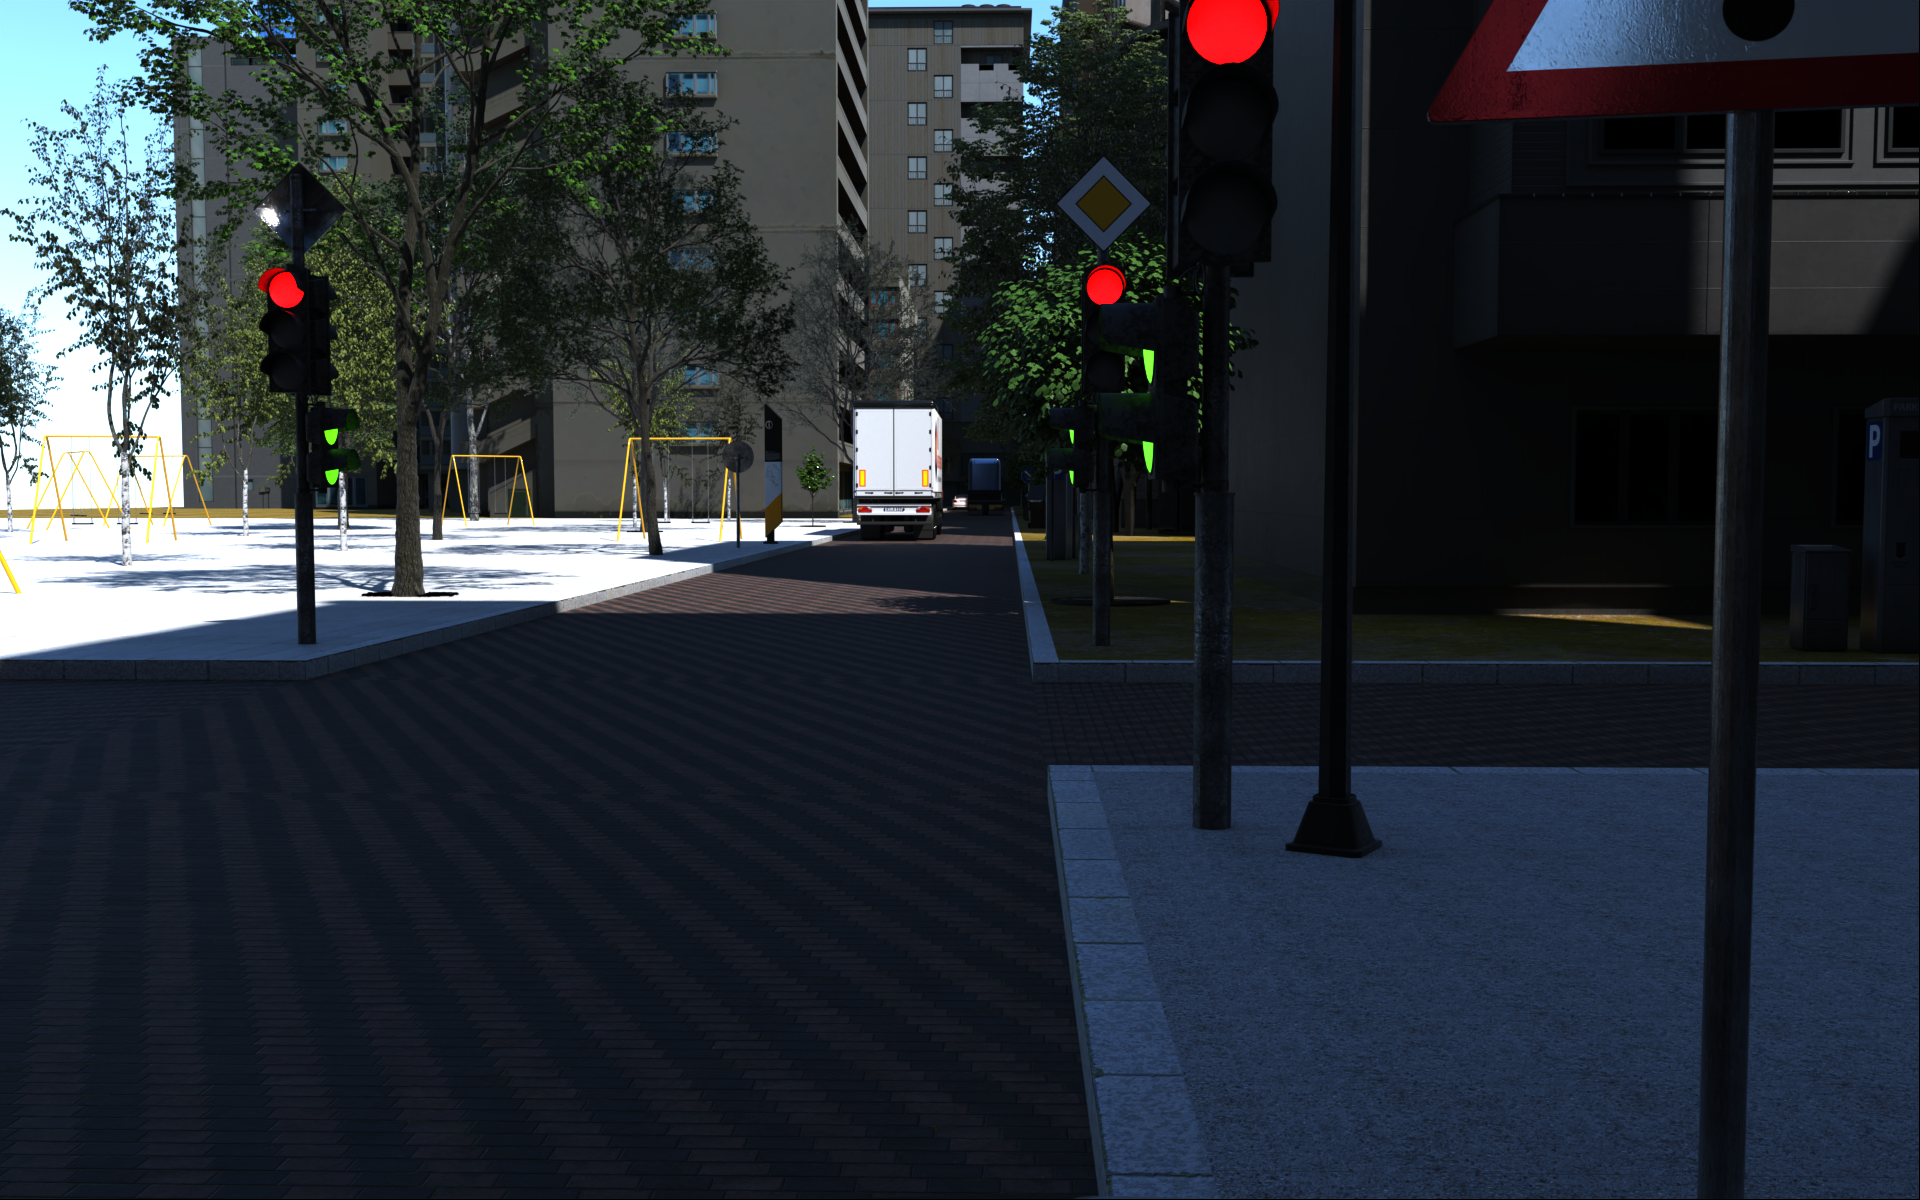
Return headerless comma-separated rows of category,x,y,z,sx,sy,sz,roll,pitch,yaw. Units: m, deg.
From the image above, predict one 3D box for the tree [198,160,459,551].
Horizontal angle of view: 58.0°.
tree,-13.715,-5.405,38.741,4.737,8.622,4.395,0,3,0

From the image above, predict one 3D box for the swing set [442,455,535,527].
swing set,-19.269,-4.436,70.144,3.119,2.851,2.862,-3,4,-36

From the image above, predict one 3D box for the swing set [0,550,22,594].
swing set,-13.565,-1.415,20.751,2.862,2.851,3.119,0,4,1

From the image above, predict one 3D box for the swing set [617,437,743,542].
swing set,-7.640,-3.089,48.117,3.119,2.851,2.862,0,4,5

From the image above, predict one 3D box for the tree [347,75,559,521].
tree,-23.899,-13.775,81.103,12.611,20.169,13.585,0,3,0

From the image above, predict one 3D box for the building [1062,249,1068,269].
building,20.954,-16.729,118.561,27.650,21.520,28.899,0,4,2

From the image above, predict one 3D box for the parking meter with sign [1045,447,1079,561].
parking meter with sign,1.973,-2.302,33.895,0.543,3.016,1.738,1,4,14

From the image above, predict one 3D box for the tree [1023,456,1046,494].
tree,3.626,-4.695,71.367,1.663,3.219,1.824,0,3,0

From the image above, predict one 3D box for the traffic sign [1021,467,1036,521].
traffic sign,3.303,-5.043,82.557,0.768,2.556,0.104,1,4,9

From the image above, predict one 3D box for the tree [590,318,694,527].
tree,-12.459,-7.157,67.386,4.737,8.622,4.395,0,3,0

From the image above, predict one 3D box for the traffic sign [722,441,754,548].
traffic sign,-5.302,-2.522,41.345,0.768,2.556,0.104,0,4,2

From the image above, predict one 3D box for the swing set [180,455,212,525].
swing set,-32.333,-4.425,69.965,3.119,2.851,2.862,1,4,15

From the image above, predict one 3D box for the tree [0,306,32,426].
tree,-29.526,-6.933,47.766,7.601,10.594,8.767,0,4,-7

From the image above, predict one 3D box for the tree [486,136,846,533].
tree,-10.646,-9.026,57.937,12.009,13.543,11.850,0,3,0

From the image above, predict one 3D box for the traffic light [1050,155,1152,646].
traffic light,1.178,-1.568,14.554,0.839,4.253,0.868,0,4,2

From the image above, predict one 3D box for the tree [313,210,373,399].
tree,-14.642,-6.932,47.747,8.767,10.594,7.601,0,4,2

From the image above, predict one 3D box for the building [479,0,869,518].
building,-16.775,-29.157,100.426,21.300,48.544,21.600,0,4,2

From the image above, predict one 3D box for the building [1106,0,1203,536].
building,13.085,-11.541,56.142,16.820,18.784,16.811,0,4,2

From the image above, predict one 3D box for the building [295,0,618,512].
building,-43.967,-32.412,153.635,21.600,48.544,21.300,0,4,2

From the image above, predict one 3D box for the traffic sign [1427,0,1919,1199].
traffic sign,1.112,-0.151,2.471,0.884,2.594,0.081,1,4,10

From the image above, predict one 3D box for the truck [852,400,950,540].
truck,-1.879,-4.191,57.440,2.839,4.237,11.283,0,4,1

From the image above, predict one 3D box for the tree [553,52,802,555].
tree,-6.743,-6.225,36.194,7.601,10.594,8.767,0,4,4

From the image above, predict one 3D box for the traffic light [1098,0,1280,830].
traffic light,0.953,-1.080,6.572,0.839,4.253,0.868,0,4,2

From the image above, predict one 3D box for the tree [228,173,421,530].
tree,-22.325,-8.771,61.537,7.486,12.596,7.792,0,3,0

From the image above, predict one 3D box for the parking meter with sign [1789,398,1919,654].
parking meter with sign,7.730,-1.086,14.024,1.738,3.016,0.543,0,4,8

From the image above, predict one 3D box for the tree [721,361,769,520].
tree,-11.547,-8.317,86.342,4.360,8.622,3.978,0,3,0

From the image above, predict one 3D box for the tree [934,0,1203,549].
tree,3.308,-7.459,40.084,7.486,12.596,7.792,0,3,0

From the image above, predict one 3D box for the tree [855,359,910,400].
tree,-3.853,-8.594,90.876,4.360,8.622,3.978,0,3,0

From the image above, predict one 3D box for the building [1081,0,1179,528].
building,12.093,-17.099,76.836,12.463,27.353,25.104,0,4,2

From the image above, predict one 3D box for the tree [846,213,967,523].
tree,-4.761,-10.185,76.895,12.009,13.543,11.850,0,3,0

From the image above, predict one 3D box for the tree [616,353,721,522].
tree,-13.555,-7.886,79.298,4.360,8.622,3.978,0,3,0

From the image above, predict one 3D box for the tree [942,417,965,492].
tree,-1.771,-12.867,160.735,4.737,8.622,4.395,0,3,0

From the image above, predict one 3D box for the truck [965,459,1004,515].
truck,1.803,-8.284,125.200,2.967,4.110,18.799,0,4,1

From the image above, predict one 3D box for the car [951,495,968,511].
car,0.278,-8.546,152.082,2.083,1.381,4.827,0,4,1

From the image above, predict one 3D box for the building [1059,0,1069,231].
building,19.748,-32.280,147.388,23.786,49.044,30.456,0,4,2

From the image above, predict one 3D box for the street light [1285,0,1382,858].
street light,0.815,-2.054,6.122,1.470,5.913,1.316,0,4,2

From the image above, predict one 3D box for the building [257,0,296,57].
building,-61.535,-53.462,186.771,31.000,86.520,22.319,0,4,2

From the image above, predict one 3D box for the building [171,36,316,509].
building,-61.681,-29.057,158.675,14.086,41.232,14.154,0,4,2

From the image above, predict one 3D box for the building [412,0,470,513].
building,-21.297,-26.419,123.832,32.217,40.220,23.993,0,4,2

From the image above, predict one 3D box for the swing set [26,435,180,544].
swing set,-22.937,-2.969,46.155,3.119,2.851,2.862,-1,4,-10

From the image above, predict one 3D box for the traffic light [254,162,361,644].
traffic light,-5.581,-1.578,14.727,0.839,4.253,0.868,0,4,2

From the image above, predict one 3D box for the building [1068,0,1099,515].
building,13.149,-27.271,95.987,14.600,45.320,14.200,0,4,2

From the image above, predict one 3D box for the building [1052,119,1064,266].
building,16.829,-30.434,181.198,14.086,41.232,14.154,0,4,2

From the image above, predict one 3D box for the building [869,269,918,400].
building,-18.821,-18.678,150.419,28.899,21.520,27.650,0,4,2

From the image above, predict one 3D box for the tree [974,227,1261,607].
tree,1.846,-2.241,20.349,4.285,4.588,4.351,0,3,0

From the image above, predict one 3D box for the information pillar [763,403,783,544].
information pillar,-4.808,-3.254,44.551,0.504,3.616,0.183,1,4,23

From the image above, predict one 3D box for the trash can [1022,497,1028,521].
trash can,3.349,-4.390,83.426,0.748,1.137,0.748,0,3,0

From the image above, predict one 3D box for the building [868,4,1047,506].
building,-3.948,-36.711,189.465,27.495,52.752,28.713,0,4,2

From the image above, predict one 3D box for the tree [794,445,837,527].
tree,-5.626,-4.471,67.709,1.663,3.219,1.824,0,3,0

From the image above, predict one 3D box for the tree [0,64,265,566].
tree,-14.709,-4.924,30.863,4.360,8.622,3.978,0,3,0

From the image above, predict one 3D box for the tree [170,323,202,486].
tree,-21.892,-6.262,52.751,4.737,8.622,4.395,0,3,0

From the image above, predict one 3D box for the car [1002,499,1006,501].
car,2.952,-8.564,150.248,2.015,1.641,3.980,0,4,3

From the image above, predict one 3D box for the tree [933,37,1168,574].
tree,1.754,-4.719,27.514,4.360,8.622,3.978,0,3,0

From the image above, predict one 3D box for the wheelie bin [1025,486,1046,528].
wheelie bin,2.900,-3.483,64.858,0.980,1.594,0.693,1,4,20

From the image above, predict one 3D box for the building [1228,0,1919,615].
building,16.215,-14.012,22.607,24.014,27.812,14.314,0,4,2

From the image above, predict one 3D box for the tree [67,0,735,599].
tree,-6.776,-5.857,21.510,9.928,11.665,9.643,0,3,0
